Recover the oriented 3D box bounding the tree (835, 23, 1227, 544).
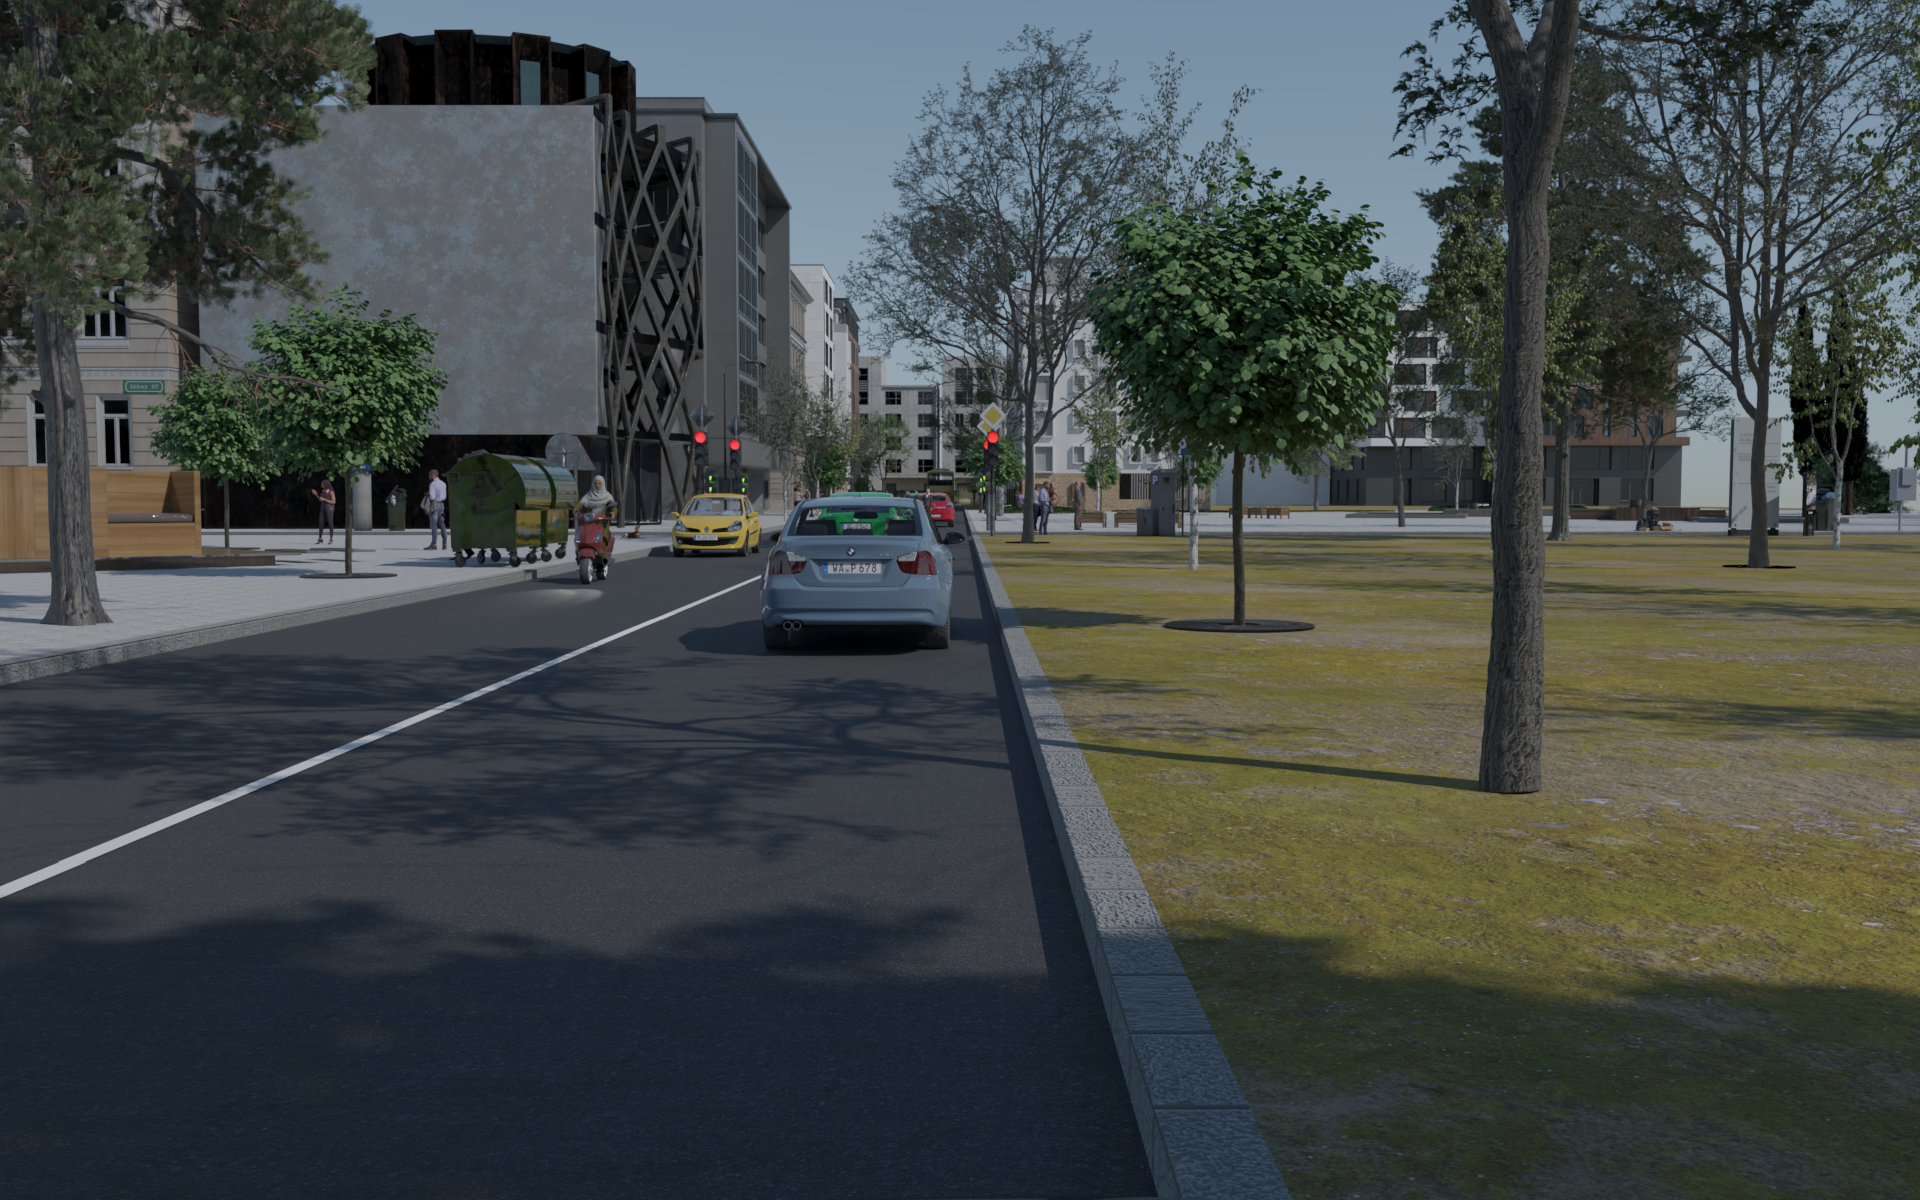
[{"bbox_3d":[1.891,-8.216,44.701,12.009,13.543,11.850,0,3,0],"label":"tree"}]

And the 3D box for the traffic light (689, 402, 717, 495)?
[{"bbox_3d":[-7.788,-3.863,52.402,0.839,4.213,0.868,0,3,0],"label":"traffic light"}]

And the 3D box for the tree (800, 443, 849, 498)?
[{"bbox_3d":[-8.454,-7.651,108.807,4.285,4.588,4.351,0,3,0],"label":"tree"}]

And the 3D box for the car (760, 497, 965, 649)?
[{"bbox_3d":[-0.954,-0.325,17.309,2.014,1.417,4.499,0,3,0],"label":"car"}]

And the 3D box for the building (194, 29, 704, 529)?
[{"bbox_3d":[-19.249,-12.455,71.086,16.820,18.784,16.811,0,3,0],"label":"building"}]

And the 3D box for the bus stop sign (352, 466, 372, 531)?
[{"bbox_3d":[-20.737,-4.342,60.015,0.837,3.901,0.837,-1,4,-12],"label":"bus stop sign"}]

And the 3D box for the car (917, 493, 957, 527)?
[{"bbox_3d":[-1.179,-4.118,76.374,2.155,1.783,4.494,0,4,-2],"label":"car"}]

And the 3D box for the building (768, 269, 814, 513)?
[{"bbox_3d":[-16.586,-15.933,125.125,10.561,19.102,19.286,0,3,0],"label":"building"}]

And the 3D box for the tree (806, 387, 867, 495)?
[{"bbox_3d":[-8.455,-10.154,116.382,4.737,8.622,4.395,0,3,0],"label":"tree"}]

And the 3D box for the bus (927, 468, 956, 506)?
[{"bbox_3d":[-1.827,-10.611,165.037,2.896,3.916,12.252,0,4,0],"label":"bus"}]

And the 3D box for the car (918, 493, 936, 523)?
[{"bbox_3d":[-2.077,-4.694,85.541,1.959,1.807,4.718,0,4,-1],"label":"car"}]

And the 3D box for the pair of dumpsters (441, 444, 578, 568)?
[{"bbox_3d":[-8.295,-1.811,32.102,1.574,2.255,4.436,0,3,0],"label":"pair of dumpsters"}]

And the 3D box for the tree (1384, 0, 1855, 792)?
[{"bbox_3d":[2.708,-4.461,7.350,7.601,10.594,8.767,-2,4,-28],"label":"tree"}]

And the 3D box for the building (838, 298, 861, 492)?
[{"bbox_3d":[-28.017,-21.427,194.298,32.646,21.610,27.936,0,3,0],"label":"building"}]

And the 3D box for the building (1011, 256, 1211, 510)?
[{"bbox_3d":[12.302,-17.545,143.283,16.016,20.091,11.380,0,3,0],"label":"building"}]

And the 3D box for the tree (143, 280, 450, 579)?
[{"bbox_3d":[-9.512,-2.626,26.651,4.285,4.588,4.351,0,3,0],"label":"tree"}]

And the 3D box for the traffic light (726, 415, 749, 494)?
[{"bbox_3d":[-7.789,-4.351,60.387,0.839,4.213,0.868,0,3,0],"label":"traffic light"}]

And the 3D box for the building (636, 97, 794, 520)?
[{"bbox_3d":[-18.178,-17.203,100.329,14.314,24.678,30.058,0,3,0],"label":"building"}]

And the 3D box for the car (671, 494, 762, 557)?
[{"bbox_3d":[-5.697,-1.868,40.759,2.015,1.641,3.980,0,3,0],"label":"car"}]

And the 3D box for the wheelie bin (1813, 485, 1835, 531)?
[{"bbox_3d":[30.026,-3.197,60.185,0.693,1.594,0.980,-3,4,-36],"label":"wheelie bin"}]

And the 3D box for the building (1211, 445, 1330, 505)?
[{"bbox_3d":[43.206,-17.421,226.978,28.070,9.664,9.099,0,3,0],"label":"building"}]

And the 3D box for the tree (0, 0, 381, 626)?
[{"bbox_3d":[-8.785,-5.787,16.680,6.751,12.117,7.091,0,3,0],"label":"tree"}]

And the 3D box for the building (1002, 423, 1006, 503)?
[{"bbox_3d":[8.983,-15.479,195.236,9.099,9.664,28.070,0,3,0],"label":"building"}]

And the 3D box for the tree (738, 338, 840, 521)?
[{"bbox_3d":[-8.258,-8.001,81.185,4.360,8.622,3.978,0,3,0],"label":"tree"}]

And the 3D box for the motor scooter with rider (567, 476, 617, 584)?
[{"bbox_3d":[-5.991,-1.180,28.264,0.876,1.779,1.986,0,4,-2],"label":"motor scooter with rider"}]

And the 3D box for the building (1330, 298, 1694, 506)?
[{"bbox_3d":[60.070,-21.454,194.742,32.646,21.610,27.936,0,3,0],"label":"building"}]

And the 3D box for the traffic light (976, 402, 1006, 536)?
[{"bbox_3d":[0.974,-3.864,52.420,0.839,4.213,0.868,0,3,0],"label":"traffic light"}]

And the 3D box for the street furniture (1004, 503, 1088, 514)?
[{"bbox_3d":[5.239,-6.129,115.839,5.734,0.657,10.072,0,4,-2],"label":"street furniture"}]

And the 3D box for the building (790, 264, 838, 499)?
[{"bbox_3d":[-26.076,-18.839,152.000,27.936,21.610,32.646,0,3,0],"label":"building"}]

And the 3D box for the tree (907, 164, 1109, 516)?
[{"bbox_3d":[3.458,-14.867,98.962,12.611,20.169,13.585,0,3,0],"label":"tree"}]

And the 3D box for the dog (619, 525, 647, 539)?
[{"bbox_3d":[-9.382,-1.951,49.639,0.550,0.427,0.748,-3,5,-42],"label":"dog"}]

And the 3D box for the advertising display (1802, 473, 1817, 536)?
[{"bbox_3d":[25.927,-2.915,52.868,0.123,1.923,0.974,3,5,43],"label":"advertising display"}]

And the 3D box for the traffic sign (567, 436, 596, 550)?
[{"bbox_3d":[-8.532,-2.353,38.482,0.884,2.594,0.081,0,4,4],"label":"traffic sign"}]

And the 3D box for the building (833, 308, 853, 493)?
[{"bbox_3d":[-18.893,-19.425,174.020,16.016,20.091,11.380,0,3,0],"label":"building"}]

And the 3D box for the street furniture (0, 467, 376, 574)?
[{"bbox_3d":[-17.571,-1.507,31.489,9.812,1.723,11.010,3,5,44],"label":"street furniture"}]

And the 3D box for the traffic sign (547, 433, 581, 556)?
[{"bbox_3d":[-8.225,-2.190,35.915,0.768,2.556,0.104,0,4,6],"label":"traffic sign"}]

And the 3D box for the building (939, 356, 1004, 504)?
[{"bbox_3d":[13.427,-22.241,230.092,31.486,18.905,16.747,0,3,0],"label":"building"}]

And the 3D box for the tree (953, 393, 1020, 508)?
[{"bbox_3d":[1.998,-10.311,118.949,4.360,8.622,3.978,0,3,0],"label":"tree"}]

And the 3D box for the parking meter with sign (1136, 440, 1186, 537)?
[{"bbox_3d":[6.169,-3.455,52.757,1.738,3.016,0.543,-2,4,-34],"label":"parking meter with sign"}]

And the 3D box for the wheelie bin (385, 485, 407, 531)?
[{"bbox_3d":[-19.565,-3.195,60.147,0.693,1.594,0.980,-1,4,-23],"label":"wheelie bin"}]

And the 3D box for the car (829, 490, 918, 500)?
[{"bbox_3d":[-1.958,-1.607,35.063,1.959,1.807,4.718,0,4,0],"label":"car"}]

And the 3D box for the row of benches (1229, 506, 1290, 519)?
[{"bbox_3d":[15.633,-4.616,90.939,1.422,0.672,4.104,-2,4,-33],"label":"row of benches"}]

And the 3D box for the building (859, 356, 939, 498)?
[{"bbox_3d":[-18.528,-22.265,230.490,31.486,18.905,16.747,0,3,0],"label":"building"}]

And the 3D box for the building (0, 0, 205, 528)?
[{"bbox_3d":[-38.352,-17.281,68.441,20.117,28.700,13.634,0,3,0],"label":"building"}]

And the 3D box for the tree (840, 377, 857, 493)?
[{"bbox_3d":[-8.320,-9.204,100.842,4.360,8.622,3.978,0,3,0],"label":"tree"}]

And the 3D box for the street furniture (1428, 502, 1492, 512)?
[{"bbox_3d":[38.389,-6.860,127.787,10.072,0.657,5.734,-3,5,-42],"label":"street furniture"}]

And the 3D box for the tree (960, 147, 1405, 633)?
[{"bbox_3d":[2.724,-2.013,16.627,4.285,4.588,4.351,0,3,0],"label":"tree"}]

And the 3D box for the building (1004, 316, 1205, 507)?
[{"bbox_3d":[13.211,-18.253,164.900,16.747,18.905,31.486,0,3,0],"label":"building"}]

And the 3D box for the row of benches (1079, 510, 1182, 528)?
[{"bbox_3d":[6.369,-3.098,66.113,4.104,0.672,1.422,1,4,14],"label":"row of benches"}]
